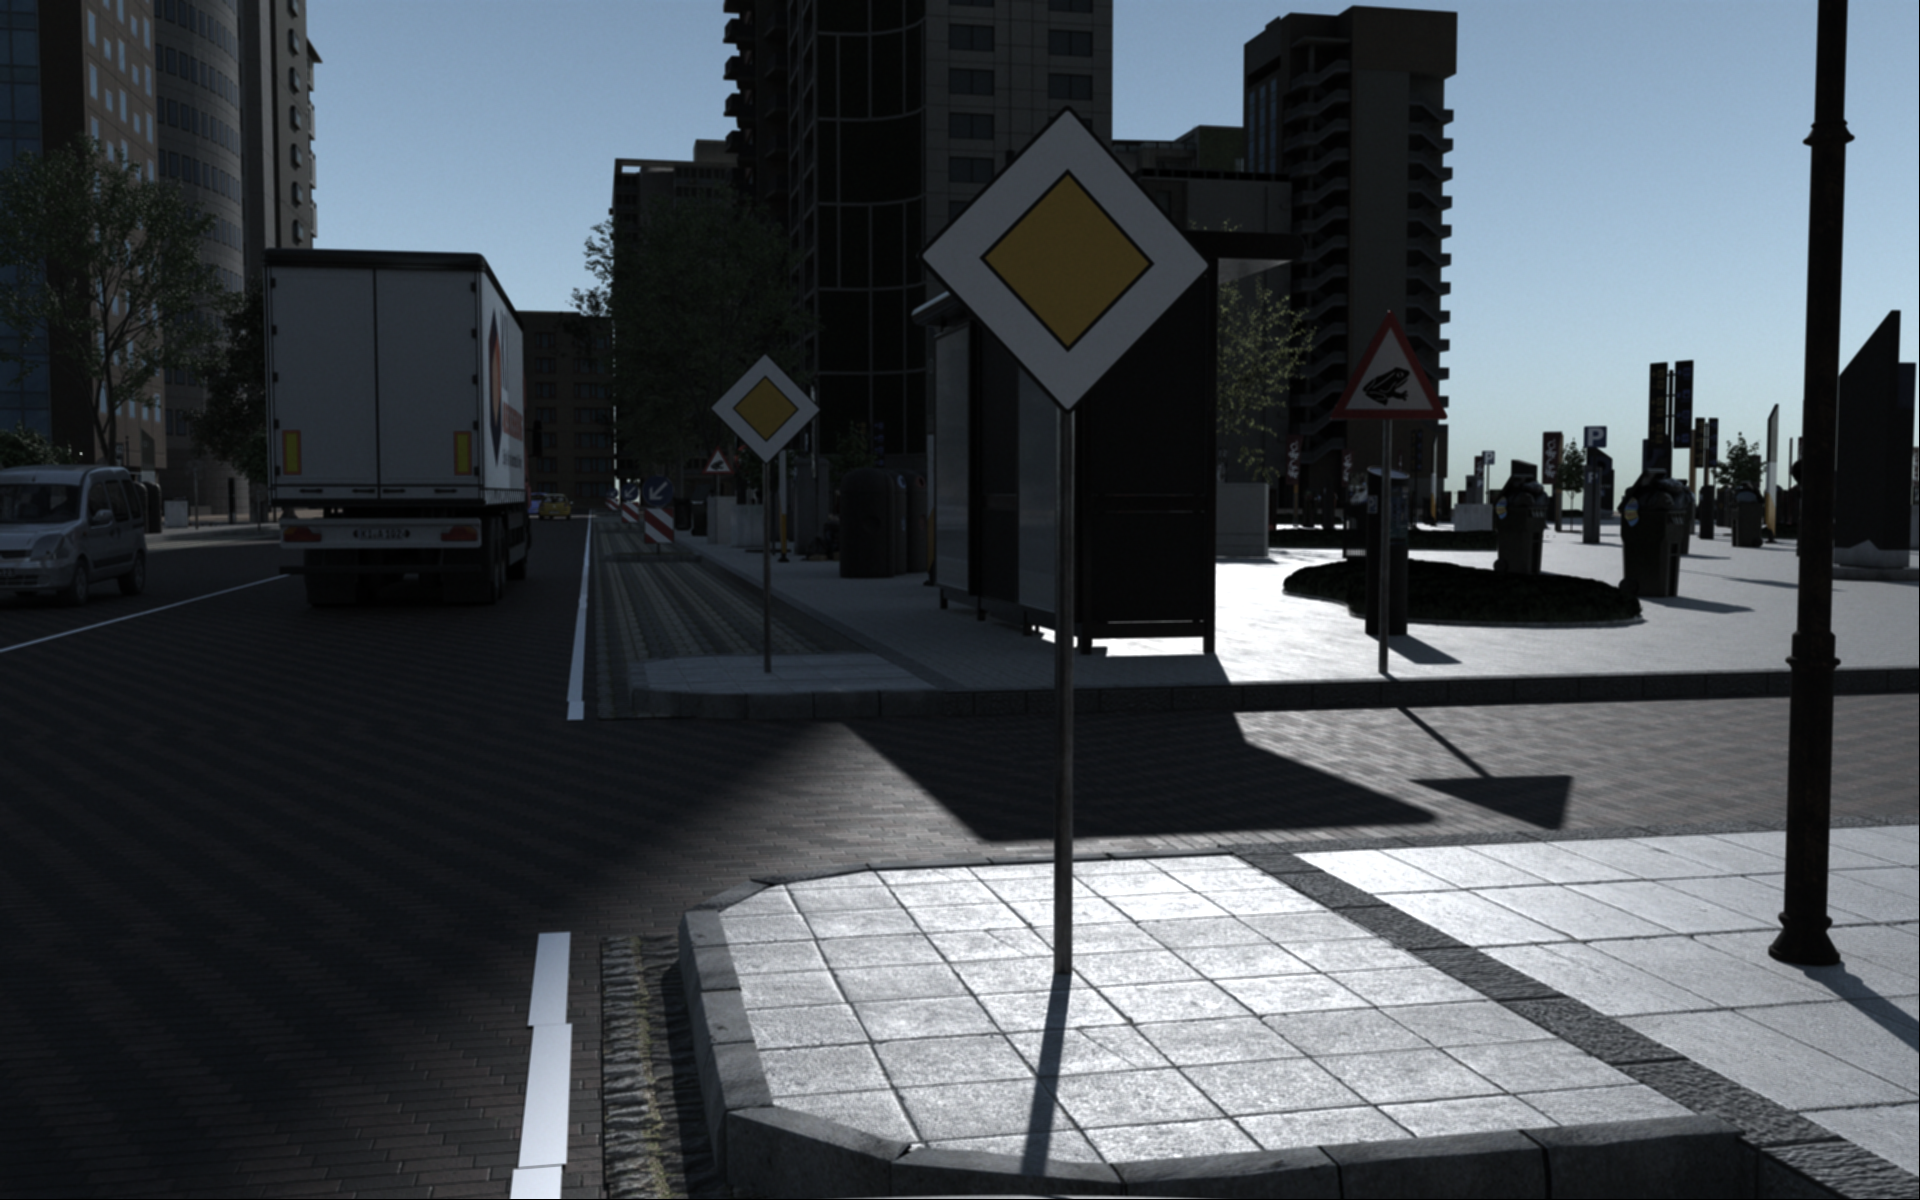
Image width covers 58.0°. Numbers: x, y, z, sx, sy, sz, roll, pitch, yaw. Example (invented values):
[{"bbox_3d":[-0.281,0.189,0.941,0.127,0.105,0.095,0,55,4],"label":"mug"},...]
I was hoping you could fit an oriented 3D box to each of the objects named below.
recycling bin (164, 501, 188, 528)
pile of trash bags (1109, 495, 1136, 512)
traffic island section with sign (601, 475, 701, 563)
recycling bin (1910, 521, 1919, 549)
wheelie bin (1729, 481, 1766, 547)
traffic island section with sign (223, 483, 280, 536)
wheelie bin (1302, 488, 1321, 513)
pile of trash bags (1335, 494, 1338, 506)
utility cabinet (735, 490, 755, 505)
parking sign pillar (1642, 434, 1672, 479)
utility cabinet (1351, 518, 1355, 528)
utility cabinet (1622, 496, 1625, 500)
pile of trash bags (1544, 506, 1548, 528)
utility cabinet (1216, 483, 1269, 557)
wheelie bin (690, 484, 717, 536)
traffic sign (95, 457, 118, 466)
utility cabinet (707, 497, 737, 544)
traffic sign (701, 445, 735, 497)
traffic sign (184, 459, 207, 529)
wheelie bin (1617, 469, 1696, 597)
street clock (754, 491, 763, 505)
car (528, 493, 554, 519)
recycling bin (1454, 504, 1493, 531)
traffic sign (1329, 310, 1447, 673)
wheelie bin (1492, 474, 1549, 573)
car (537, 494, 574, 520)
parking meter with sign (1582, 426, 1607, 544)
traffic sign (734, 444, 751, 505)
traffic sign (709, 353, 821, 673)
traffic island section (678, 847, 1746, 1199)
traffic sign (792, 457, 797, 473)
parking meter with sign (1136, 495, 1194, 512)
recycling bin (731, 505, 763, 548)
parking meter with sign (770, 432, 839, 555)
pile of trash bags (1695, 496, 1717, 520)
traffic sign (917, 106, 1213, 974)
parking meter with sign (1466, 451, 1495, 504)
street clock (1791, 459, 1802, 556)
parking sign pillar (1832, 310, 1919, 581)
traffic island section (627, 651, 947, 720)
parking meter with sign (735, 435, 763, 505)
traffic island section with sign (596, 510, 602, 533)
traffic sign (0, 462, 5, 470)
[{"bbox_3d":[-29.734,-3.250,65.695,0.722,1.027,0.722,-2,4,-34],"label":"recycling bin"},{"bbox_3d":[4.255,-3.002,58.828,1.912,1.369,3.447,-3,5,-42],"label":"pile of trash bags"},{"bbox_3d":[-6.574,-1.734,36.985,1.989,1.847,2.006,-1,4,-12],"label":"traffic island section with sign"},{"bbox_3d":[22.055,-1.718,40.638,0.722,1.027,0.722,1,4,12],"label":"recycling bin"},{"bbox_3d":[19.097,-2.088,42.040,0.693,1.594,0.980,0,4,4],"label":"wheelie bin"},{"bbox_3d":[-24.442,-3.161,60.303,1.989,1.847,2.006,-1,4,-12],"label":"traffic island section with sign"},{"bbox_3d":[18.980,-5.239,93.567,0.980,1.594,0.693,0,4,7],"label":"wheelie bin"},{"bbox_3d":[20.758,-4.926,90.299,3.447,1.369,1.912,0,4,1],"label":"pile of trash bags"},{"bbox_3d":[-10.502,-4.676,85.128,1.173,1.500,0.318,2,4,32],"label":"utility cabinet"},{"bbox_3d":[24.443,-4.421,60.756,1.447,3.967,1.447,0,4,-6],"label":"parking sign pillar"},{"bbox_3d":[13.013,-2.721,55.647,0.306,1.237,1.020,-3,4,-38],"label":"utility cabinet"},{"bbox_3d":[28.633,-3.878,74.559,0.306,1.237,1.020,1,4,20],"label":"utility cabinet"},{"bbox_3d":[21.517,-3.447,66.108,1.912,1.369,3.447,2,4,25],"label":"pile of trash bags"},{"bbox_3d":[5.597,-1.599,34.823,1.173,1.500,0.318,2,4,26],"label":"utility cabinet"},{"bbox_3d":[-7.826,-2.760,53.033,0.980,1.594,0.693,3,4,36],"label":"wheelie bin"},{"bbox_3d":[-28.904,-3.583,58.692,0.768,2.556,0.104,0,4,-7],"label":"traffic sign"},{"bbox_3d":[-6.124,-2.041,44.539,0.306,1.237,1.020,2,4,23],"label":"utility cabinet"},{"bbox_3d":[-6.453,-2.828,46.238,0.884,2.594,0.081,0,4,-6],"label":"traffic sign"},{"bbox_3d":[-27.772,-3.844,62.959,0.768,2.556,0.104,-1,4,-11],"label":"traffic sign"},{"bbox_3d":[8.723,-0.848,21.769,0.693,1.594,0.980,3,5,43],"label":"wheelie bin"},{"bbox_3d":[-5.237,-2.507,45.552,0.471,2.002,0.358,3,5,42],"label":"street clock"},{"bbox_3d":[-24.963,-5.694,102.686,1.945,1.707,3.694,-1,4,-12],"label":"car"},{"bbox_3d":[13.379,-1.994,45.154,0.722,1.027,0.722,-1,4,-18],"label":"recycling bin"},{"bbox_3d":[3.041,-0.756,12.372,0.884,2.594,0.081,-1,4,-10],"label":"traffic sign"},{"bbox_3d":[9.099,-1.231,28.041,0.980,1.594,0.693,-3,5,-41],"label":"wheelie bin"},{"bbox_3d":[-22.568,-5.276,96.494,2.015,1.641,3.980,-1,4,-12],"label":"car"},{"bbox_3d":[16.594,-3.005,45.396,0.543,3.016,1.738,1,4,18],"label":"parking meter with sign"},{"bbox_3d":[-5.319,-2.672,43.795,0.768,2.556,0.104,-1,4,-8],"label":"traffic sign"},{"bbox_3d":[-1.387,-0.535,12.396,0.795,2.450,0.064,-1,4,-12],"label":"traffic sign"},{"bbox_3d":[0.295,1.077,4.667,2.009,0.180,2.903,-1,4,-12],"label":"traffic island section"},{"bbox_3d":[-4.125,-2.362,40.746,0.606,2.300,0.079,0,4,-6],"label":"traffic sign"},{"bbox_3d":[3.824,-2.330,34.356,1.738,3.016,0.543,1,4,9],"label":"parking meter with sign"},{"bbox_3d":[-5.087,-1.780,41.655,0.722,1.027,0.722,-1,4,-20],"label":"recycling bin"},{"bbox_3d":[-3.116,-2.457,36.439,1.738,3.016,0.543,-1,4,-17],"label":"parking meter with sign"},{"bbox_3d":[38.184,-4.709,86.737,3.447,1.369,1.912,0,4,-2],"label":"pile of trash bags"},{"bbox_3d":[0.274,-0.058,4.585,0.795,2.450,0.064,-1,4,-12],"label":"traffic sign"},{"bbox_3d":[21.071,-4.562,70.846,0.543,3.016,1.738,-1,4,-20],"label":"parking meter with sign"},{"bbox_3d":[17.331,-1.898,35.597,0.471,2.002,0.358,1,4,18],"label":"street clock"},{"bbox_3d":[13.796,-2.304,26.139,1.447,3.967,1.447,0,4,-4],"label":"parking sign pillar"},{"bbox_3d":[-1.366,0.600,12.478,2.009,0.180,2.903,-1,4,-12],"label":"traffic island section"},{"bbox_3d":[-5.146,-3.078,46.583,1.738,3.016,0.543,-1,4,-11],"label":"parking meter with sign"},{"bbox_3d":[-12.288,-3.378,63.852,1.989,1.847,2.006,-1,4,-12],"label":"traffic island section with sign"},{"bbox_3d":[-25.171,-2.748,44.926,0.884,2.594,0.081,0,4,-5],"label":"traffic sign"}]
